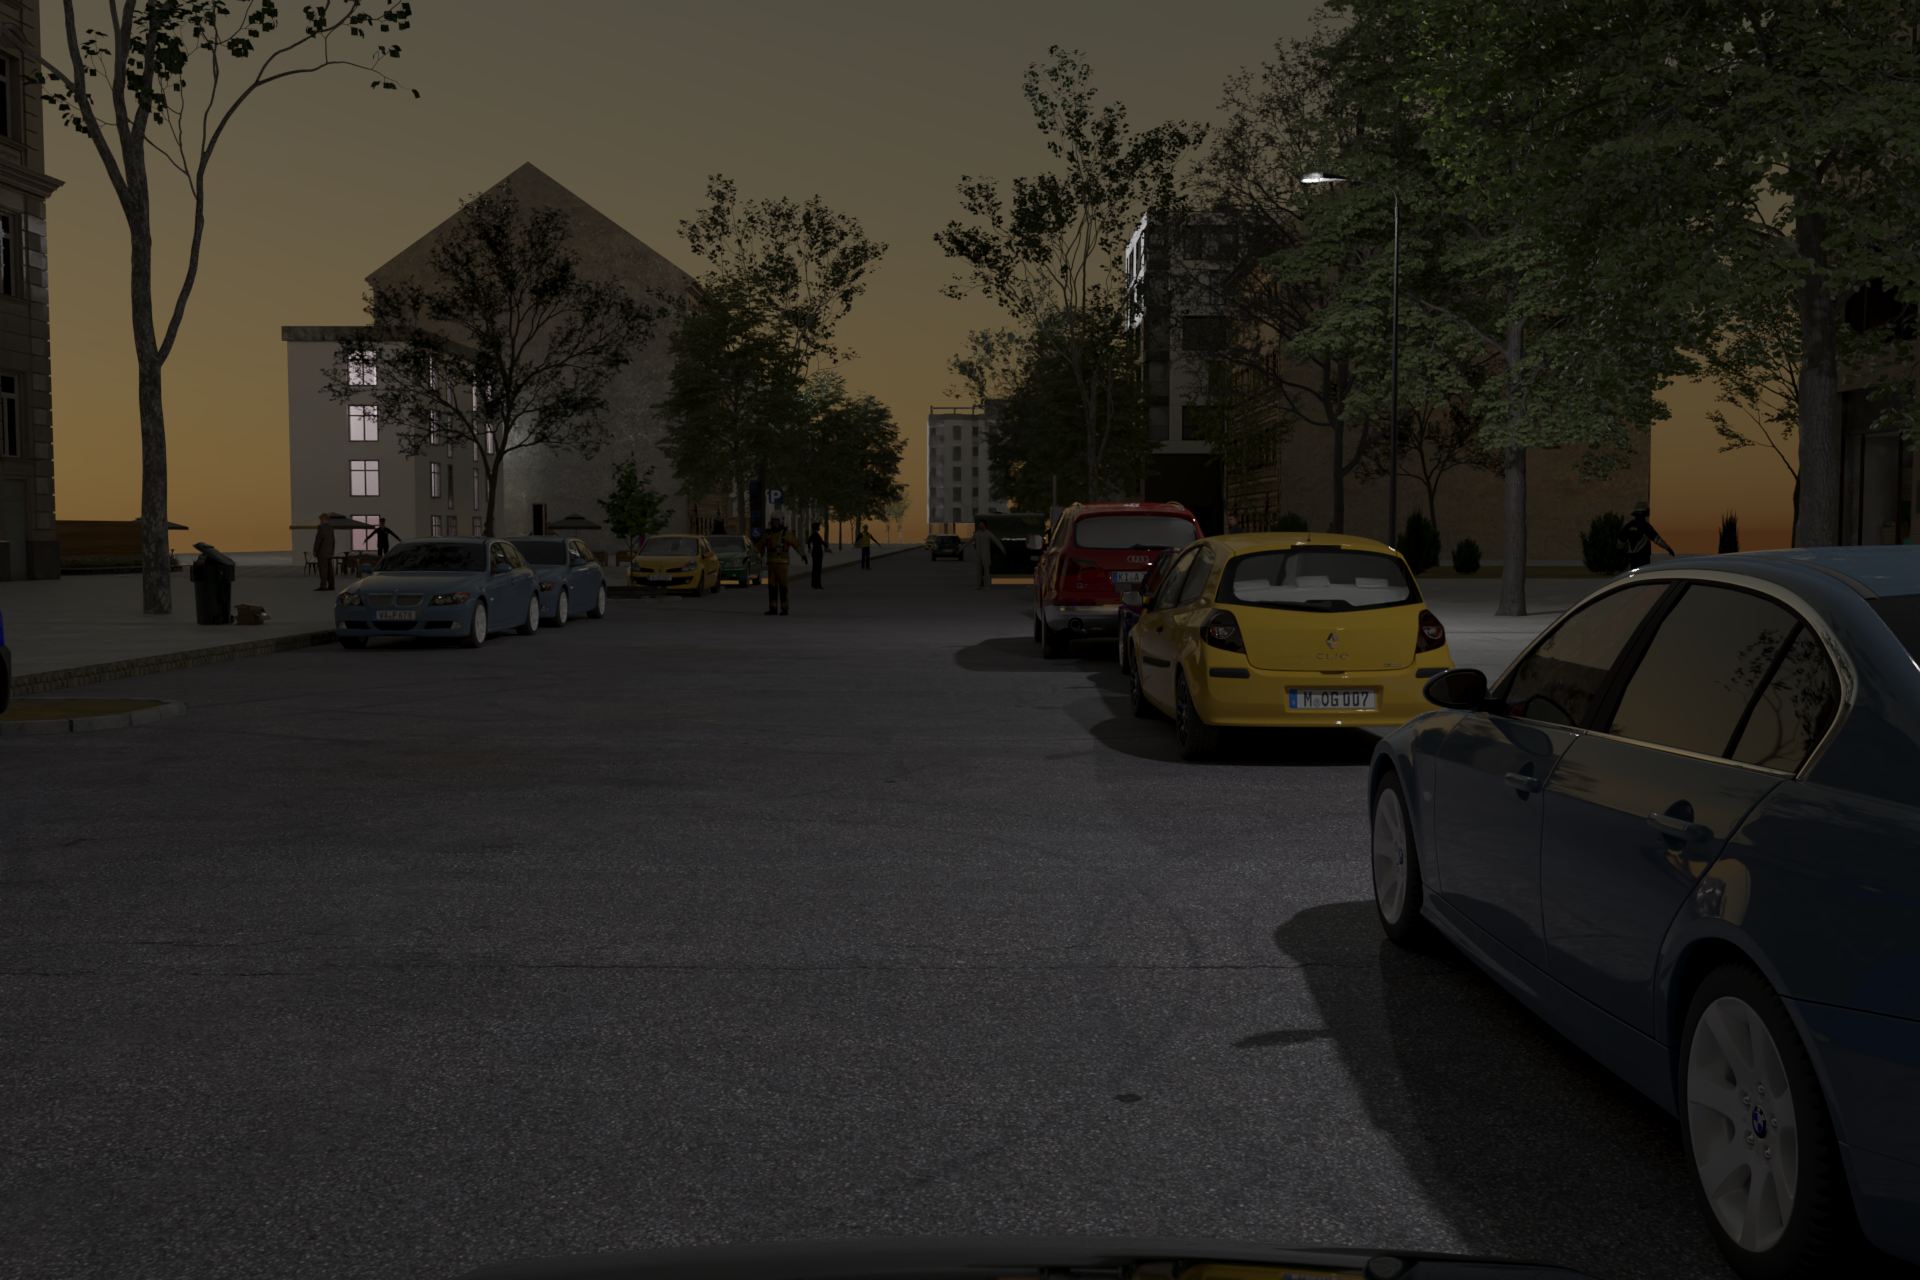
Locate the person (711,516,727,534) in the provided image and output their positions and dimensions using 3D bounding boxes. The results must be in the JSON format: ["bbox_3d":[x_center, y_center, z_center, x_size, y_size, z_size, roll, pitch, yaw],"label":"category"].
[{"bbox_3d":[-7.621,-2.973,54.383,0.705,1.856,1.354,-2,4,-35],"label":"person"}]

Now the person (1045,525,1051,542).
[{"bbox_3d":[4.248,-4.508,79.842,1.346,1.812,0.704,1,4,17],"label":"person"}]

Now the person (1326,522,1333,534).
[{"bbox_3d":[16.214,-4.244,75.523,0.705,1.813,1.348,-1,4,-14],"label":"person"}]

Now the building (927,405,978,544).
[{"bbox_3d":[-4.253,-23.643,245.445,11.380,20.090,16.016,0,4,-5],"label":"building"}]

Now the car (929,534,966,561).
[{"bbox_3d":[-0.685,-5.102,93.199,2.009,1.686,4.222,0,4,-1],"label":"car"}]

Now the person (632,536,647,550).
[{"bbox_3d":[-12.319,-3.521,66.835,0.991,1.433,0.599,3,4,37],"label":"person"}]

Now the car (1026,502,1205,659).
[{"bbox_3d":[1.968,-0.777,21.371,2.281,1.827,5.304,0,4,1],"label":"car"}]

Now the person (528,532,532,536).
[{"bbox_3d":[-17.919,-4.128,73.713,1.346,1.802,0.704,-2,4,-28],"label":"person"}]

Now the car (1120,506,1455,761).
[{"bbox_3d":[2.215,-0.132,12.390,2.015,1.641,3.980,0,4,-1],"label":"car"}]

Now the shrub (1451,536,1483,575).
[{"bbox_3d":[16.058,-2.676,54.869,1.383,1.207,1.383,0,3,0],"label":"shrub"}]

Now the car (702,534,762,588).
[{"bbox_3d":[-6.537,-2.193,47.648,2.131,1.459,4.920,0,4,0],"label":"car"}]

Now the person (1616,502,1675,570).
[{"bbox_3d":[11.865,-1.485,30.155,0.704,1.845,1.351,-1,4,-21],"label":"person"}]

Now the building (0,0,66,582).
[{"bbox_3d":[-31.247,-14.616,36.232,12.463,27.353,25.104,0,4,1],"label":"building"}]

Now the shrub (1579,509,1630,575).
[{"bbox_3d":[20.176,-3.050,53.906,1.661,2.075,1.752,0,3,0],"label":"shrub"}]

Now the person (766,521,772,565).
[{"bbox_3d":[-7.769,-3.973,71.138,1.347,1.806,0.705,0,4,-8],"label":"person"}]

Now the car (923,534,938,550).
[{"bbox_3d":[-2.225,-8.802,154.141,2.015,1.641,3.980,0,4,1],"label":"car"}]

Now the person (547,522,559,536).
[{"bbox_3d":[-14.917,-3.451,63.228,0.721,1.733,1.217,3,5,41],"label":"person"}]

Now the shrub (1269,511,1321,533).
[{"bbox_3d":[9.950,-2.911,52.019,1.690,2.028,1.600,0,3,0],"label":"shrub"}]

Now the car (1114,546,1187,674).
[{"bbox_3d":[2.488,-0.243,16.549,1.945,1.354,3.894,0,4,0],"label":"car"}]

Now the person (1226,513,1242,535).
[{"bbox_3d":[5.718,-1.788,36.190,0.530,1.710,0.541,0,4,1],"label":"person"}]

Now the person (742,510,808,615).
[{"bbox_3d":[-3.225,-1.366,30.565,1.354,1.858,0.705,2,4,28],"label":"person"}]

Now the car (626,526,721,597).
[{"bbox_3d":[-6.705,-1.866,40.739,2.015,1.641,3.980,0,4,1],"label":"car"}]

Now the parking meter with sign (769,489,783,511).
[{"bbox_3d":[-7.179,-4.413,68.418,0.543,3.016,1.738,0,4,0],"label":"parking meter with sign"}]

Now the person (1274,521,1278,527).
[{"bbox_3d":[13.777,-4.259,75.493,0.705,1.847,1.347,3,4,36],"label":"person"}]

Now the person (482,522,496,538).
[{"bbox_3d":[-20.124,-4.152,74.027,0.704,1.843,1.345,1,4,13],"label":"person"}]

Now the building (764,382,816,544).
[{"bbox_3d":[-28.005,-21.450,217.159,16.747,18.905,31.486,0,4,1],"label":"building"}]

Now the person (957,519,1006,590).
[{"bbox_3d":[0.569,-2.184,44.354,1.347,1.806,0.705,1,4,22],"label":"person"}]

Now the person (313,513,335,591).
[{"bbox_3d":[-14.399,-1.991,39.141,0.434,1.755,0.990,1,4,8],"label":"person"}]

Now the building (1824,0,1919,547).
[{"bbox_3d":[26.815,-13.110,17.558,19.350,26.588,34.151,0,4,1],"label":"building"}]

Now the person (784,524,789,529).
[{"bbox_3d":[-8.445,-4.704,83.378,0.721,1.772,1.216,0,4,-5],"label":"person"}]

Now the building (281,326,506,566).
[{"bbox_3d":[-26.547,-8.677,84.012,9.099,9.664,28.070,0,4,0],"label":"building"}]

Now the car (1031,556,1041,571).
[{"bbox_3d":[2.513,-1.521,37.455,1.945,1.354,3.894,0,4,1],"label":"car"}]

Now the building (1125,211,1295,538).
[{"bbox_3d":[25.743,-17.253,126.057,27.936,21.610,32.646,0,4,0],"label":"building"}]

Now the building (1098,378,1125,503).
[{"bbox_3d":[24.635,-22.372,196.714,19.493,23.208,18.063,0,4,0],"label":"building"}]

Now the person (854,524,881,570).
[{"bbox_3d":[-3.766,-3.734,69.484,1.349,1.833,0.705,-3,5,-40],"label":"person"}]

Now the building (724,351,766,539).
[{"bbox_3d":[-26.691,-19.811,180.325,16.016,20.090,11.380,0,4,0],"label":"building"}]

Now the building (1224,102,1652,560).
[{"bbox_3d":[25.246,-16.159,95.127,19.493,23.208,18.063,0,4,0],"label":"building"}]

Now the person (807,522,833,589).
[{"bbox_3d":[-3.669,-2.203,45.203,0.721,1.740,1.216,-2,4,-33],"label":"person"}]

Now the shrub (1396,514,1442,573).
[{"bbox_3d":[15.234,-3.263,57.764,1.690,2.028,1.600,0,3,0],"label":"shrub"}]

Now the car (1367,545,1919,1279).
[{"bbox_3d":[2.351,0.456,4.543,2.014,1.417,4.499,0,4,0],"label":"car"}]

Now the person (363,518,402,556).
[{"bbox_3d":[-19.914,-3.293,59.777,1.347,1.837,0.705,-1,4,-22],"label":"person"}]

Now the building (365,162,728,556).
[{"bbox_3d":[-25.522,-17.177,111.769,19.493,23.208,18.063,0,4,0],"label":"building"}]
